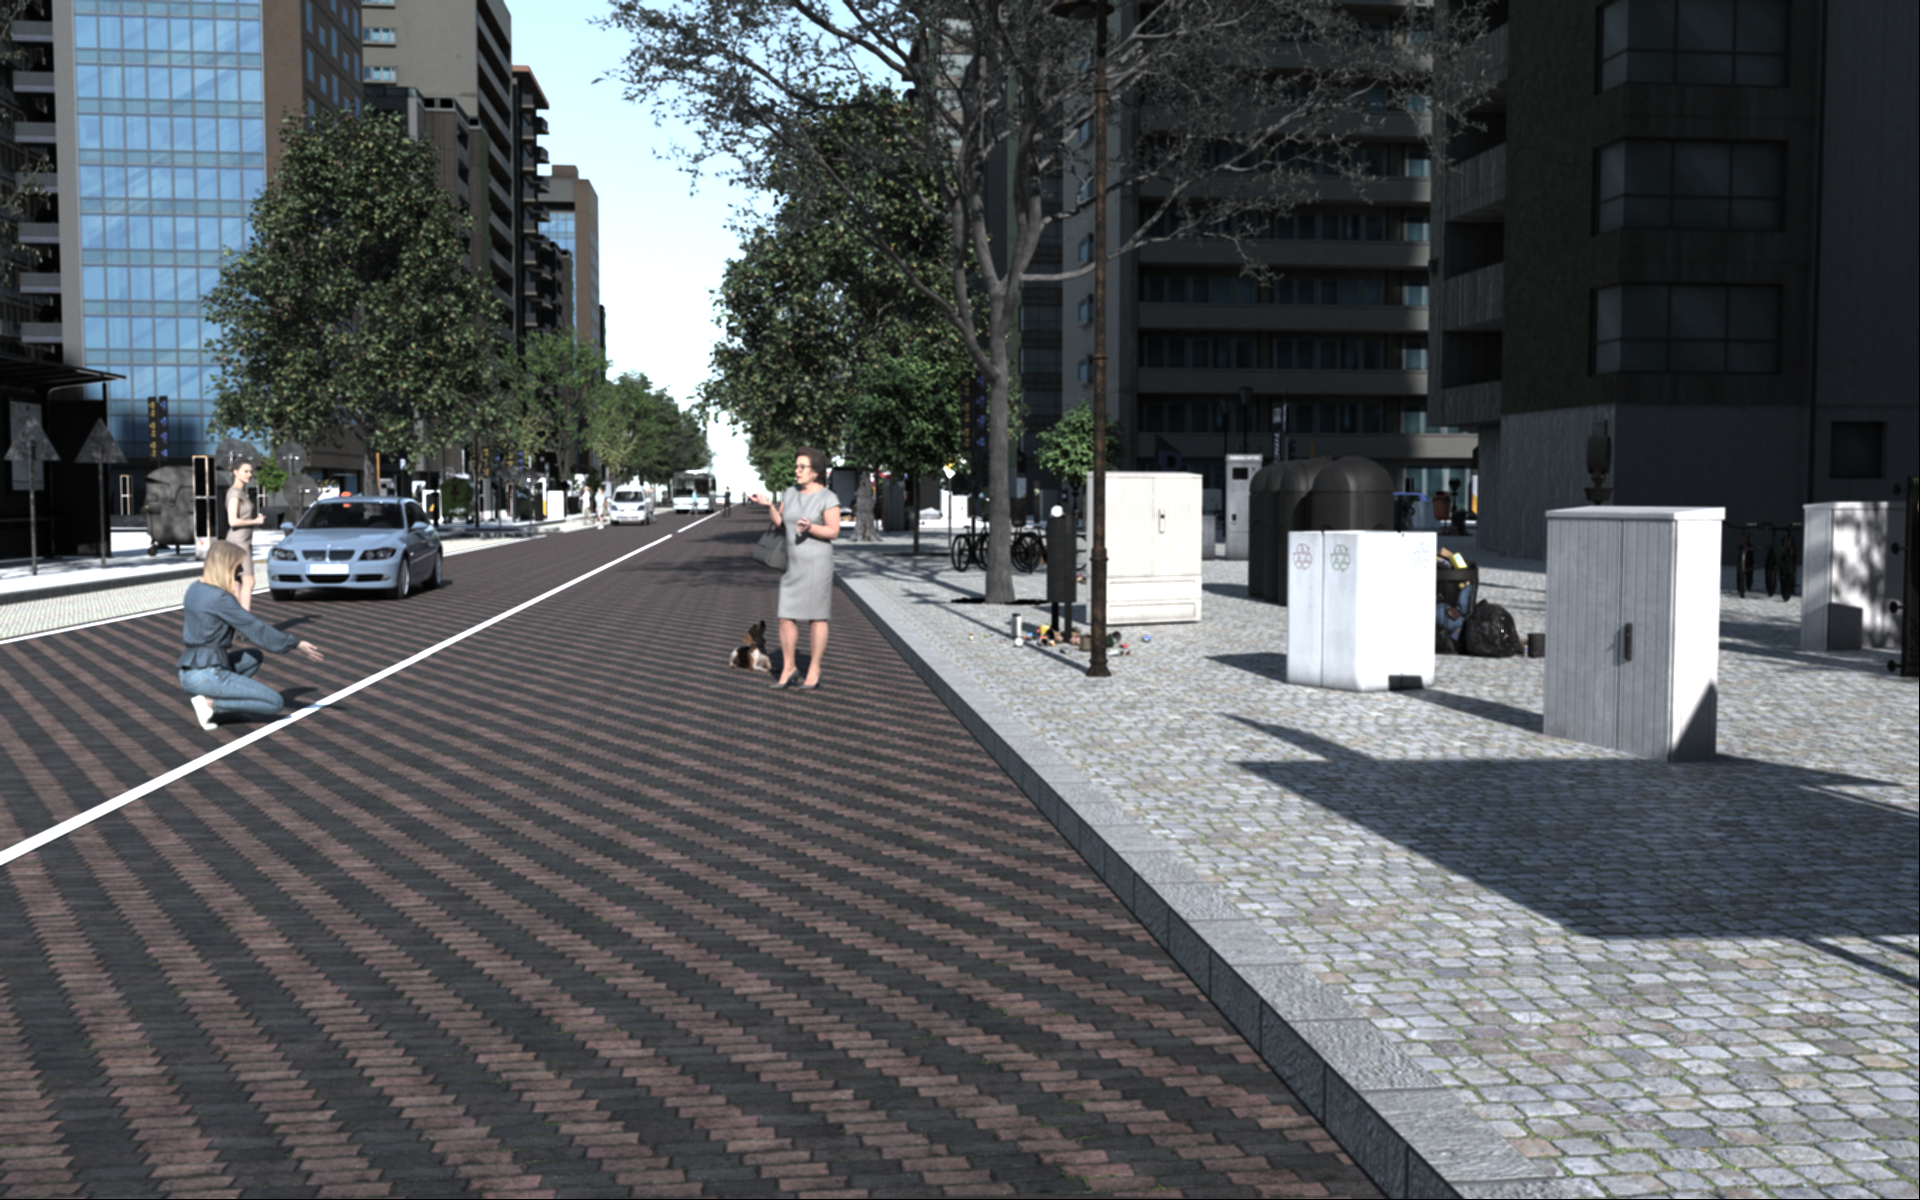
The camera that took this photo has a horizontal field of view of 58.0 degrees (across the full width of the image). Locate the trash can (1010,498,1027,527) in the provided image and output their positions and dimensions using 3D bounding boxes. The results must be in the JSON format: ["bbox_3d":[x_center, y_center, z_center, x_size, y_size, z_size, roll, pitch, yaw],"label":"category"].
[{"bbox_3d":[2.292,-3.428,67.700,0.748,1.137,0.748,0,3,0],"label":"trash can"}]

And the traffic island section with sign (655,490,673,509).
[{"bbox_3d":[-28.025,-9.552,164.802,1.989,1.847,2.006,0,4,-7],"label":"traffic island section with sign"}]

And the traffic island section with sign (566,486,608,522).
[{"bbox_3d":[-19.059,-4.887,88.536,1.989,1.847,2.006,0,4,-7],"label":"traffic island section with sign"}]

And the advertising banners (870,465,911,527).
[{"bbox_3d":[-2.823,-4.357,67.429,2.074,3.025,0.090,2,4,28],"label":"advertising banners"}]

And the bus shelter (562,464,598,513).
[{"bbox_3d":[-26.186,-7.699,119.794,2.014,3.302,5.546,0,4,-7],"label":"bus shelter"}]

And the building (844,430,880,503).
[{"bbox_3d":[-3.371,-25.714,265.456,27.650,21.520,28.899,0,4,-7],"label":"building"}]

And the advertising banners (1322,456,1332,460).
[{"bbox_3d":[17.288,-5.023,78.309,2.074,3.025,0.090,3,4,38],"label":"advertising banners"}]

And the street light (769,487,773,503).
[{"bbox_3d":[-27.488,-17.175,253.592,0.468,5.910,1.993,0,4,-7],"label":"street light"}]

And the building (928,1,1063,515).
[{"bbox_3d":[4.421,-27.420,131.909,14.154,41.232,14.086,0,4,-7],"label":"building"}]

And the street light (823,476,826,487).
[{"bbox_3d":[-4.600,-5.259,58.773,0.468,5.910,1.993,0,4,-7],"label":"street light"}]

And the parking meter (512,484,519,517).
[{"bbox_3d":[-24.635,-5.524,96.029,0.255,1.863,0.399,1,4,18],"label":"parking meter"}]

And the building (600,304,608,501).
[{"bbox_3d":[-59.316,-29.449,253.196,14.160,30.474,14.107,0,4,-7],"label":"building"}]

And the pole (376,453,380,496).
[{"bbox_3d":[-28.782,-5.611,85.577,0.158,3.312,0.155,0,3,0],"label":"pole"}]

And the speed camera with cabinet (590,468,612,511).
[{"bbox_3d":[-27.022,-8.282,129.750,2.038,3.252,0.660,2,4,35],"label":"speed camera with cabinet"}]

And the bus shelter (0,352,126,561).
[{"bbox_3d":[-17.098,-2.458,31.466,1.731,3.624,6.357,0,4,-7],"label":"bus shelter"}]

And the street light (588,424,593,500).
[{"bbox_3d":[-23.992,-8.561,112.760,0.468,5.910,1.993,0,4,-7],"label":"street light"}]

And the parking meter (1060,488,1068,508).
[{"bbox_3d":[4.499,-4.078,75.084,0.372,1.533,0.369,0,3,0],"label":"parking meter"}]

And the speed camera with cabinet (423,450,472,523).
[{"bbox_3d":[-22.763,-5.047,76.862,2.038,3.252,0.660,0,4,-2],"label":"speed camera with cabinet"}]

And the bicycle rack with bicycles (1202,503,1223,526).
[{"bbox_3d":[11.003,-3.459,69.935,2.925,0.926,2.852,2,4,27],"label":"bicycle rack with bicycles"}]

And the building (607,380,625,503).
[{"bbox_3d":[-68.259,-26.253,274.269,27.650,21.520,28.899,0,4,-7],"label":"building"}]

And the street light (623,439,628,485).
[{"bbox_3d":[-27.351,-10.358,142.133,0.468,5.910,1.993,0,4,-7],"label":"street light"}]

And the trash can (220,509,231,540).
[{"bbox_3d":[-17.261,-1.796,41.024,0.748,1.137,0.748,0,3,0],"label":"trash can"}]

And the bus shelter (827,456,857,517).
[{"bbox_3d":[-6.189,-6.192,95.166,2.014,3.302,5.546,0,4,-7],"label":"bus shelter"}]

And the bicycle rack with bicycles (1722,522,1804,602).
[{"bbox_3d":[10.669,-0.495,21.478,2.852,0.926,2.925,3,4,36],"label":"bicycle rack with bicycles"}]

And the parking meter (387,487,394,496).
[{"bbox_3d":[-21.291,-3.460,64.985,0.372,1.533,0.369,0,3,0],"label":"parking meter"}]

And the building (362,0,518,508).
[{"bbox_3d":[-50.410,-32.074,148.119,21.300,48.544,21.600,0,4,-7],"label":"building"}]

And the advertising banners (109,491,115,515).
[{"bbox_3d":[-38.645,-5.004,78.005,2.074,3.025,0.090,3,4,36],"label":"advertising banners"}]

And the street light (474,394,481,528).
[{"bbox_3d":[-18.478,-5.708,66.112,0.468,5.910,1.993,0,4,-7],"label":"street light"}]

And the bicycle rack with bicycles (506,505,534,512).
[{"bbox_3d":[-28.534,-6.120,113.439,2.852,0.926,2.925,3,4,37],"label":"bicycle rack with bicycles"}]

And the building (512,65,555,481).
[{"bbox_3d":[-52.988,-31.730,173.403,22.147,44.769,28.867,0,4,-7],"label":"building"}]

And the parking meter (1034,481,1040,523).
[{"bbox_3d":[3.397,-4.337,76.617,0.255,1.863,0.399,0,4,4],"label":"parking meter"}]

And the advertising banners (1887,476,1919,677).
[{"bbox_3d":[7.545,-0.979,12.189,2.074,3.025,0.090,-1,4,-8],"label":"advertising banners"}]

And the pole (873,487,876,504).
[{"bbox_3d":[-4.443,-5.937,90.908,0.158,3.312,0.155,0,3,0],"label":"pole"}]

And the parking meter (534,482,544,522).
[{"bbox_3d":[-19.713,-4.607,81.038,0.255,1.863,0.399,2,4,26],"label":"parking meter"}]

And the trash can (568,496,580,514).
[{"bbox_3d":[-24.345,-5.961,109.114,0.748,1.137,0.748,0,3,0],"label":"trash can"}]

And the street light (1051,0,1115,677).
[{"bbox_3d":[0.978,-2.401,12.051,0.468,5.910,1.993,0,4,-7],"label":"street light"}]

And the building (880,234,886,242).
[{"bbox_3d":[1.588,-33.003,194.226,22.147,44.769,28.867,0,4,-7],"label":"building"}]

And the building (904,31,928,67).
[{"bbox_3d":[5.894,-31.222,165.102,22.147,44.769,28.867,0,4,-7],"label":"building"}]

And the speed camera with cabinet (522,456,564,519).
[{"bbox_3d":[-21.769,-5.872,90.340,2.038,3.252,0.660,-2,4,-28],"label":"speed camera with cabinet"}]

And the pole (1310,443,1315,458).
[{"bbox_3d":[13.956,-4.575,68.652,0.158,3.312,0.155,0,3,0],"label":"pole"}]

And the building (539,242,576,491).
[{"bbox_3d":[-51.393,-25.928,195.620,14.160,30.474,14.107,0,4,-7],"label":"building"}]

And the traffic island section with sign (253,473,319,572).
[{"bbox_3d":[-12.502,-1.469,32.644,1.989,1.847,2.006,0,4,-7],"label":"traffic island section with sign"}]

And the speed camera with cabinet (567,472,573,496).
[{"bbox_3d":[-25.964,-7.164,111.459,2.038,3.252,0.660,0,4,-4],"label":"speed camera with cabinet"}]

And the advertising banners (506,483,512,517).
[{"bbox_3d":[-25.424,-6.213,97.777,0.090,3.025,2.074,-1,4,-23],"label":"advertising banners"}]

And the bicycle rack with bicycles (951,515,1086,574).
[{"bbox_3d":[1.022,-0.959,29.058,2.925,0.926,2.852,-3,5,-39],"label":"bicycle rack with bicycles"}]

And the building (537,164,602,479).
[{"bbox_3d":[-57.233,-36.003,238.763,14.600,45.320,14.200,0,4,-7],"label":"building"}]

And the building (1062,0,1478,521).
[{"bbox_3d":[16.544,-28.572,90.859,21.600,48.544,21.300,0,4,-7],"label":"building"}]

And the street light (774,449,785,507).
[{"bbox_3d":[-17.777,-12.106,170.728,0.468,5.910,1.993,0,4,-7],"label":"street light"}]

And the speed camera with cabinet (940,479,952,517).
[{"bbox_3d":[-1.036,-6.377,98.601,0.660,3.252,2.038,-1,4,-19],"label":"speed camera with cabinet"}]
